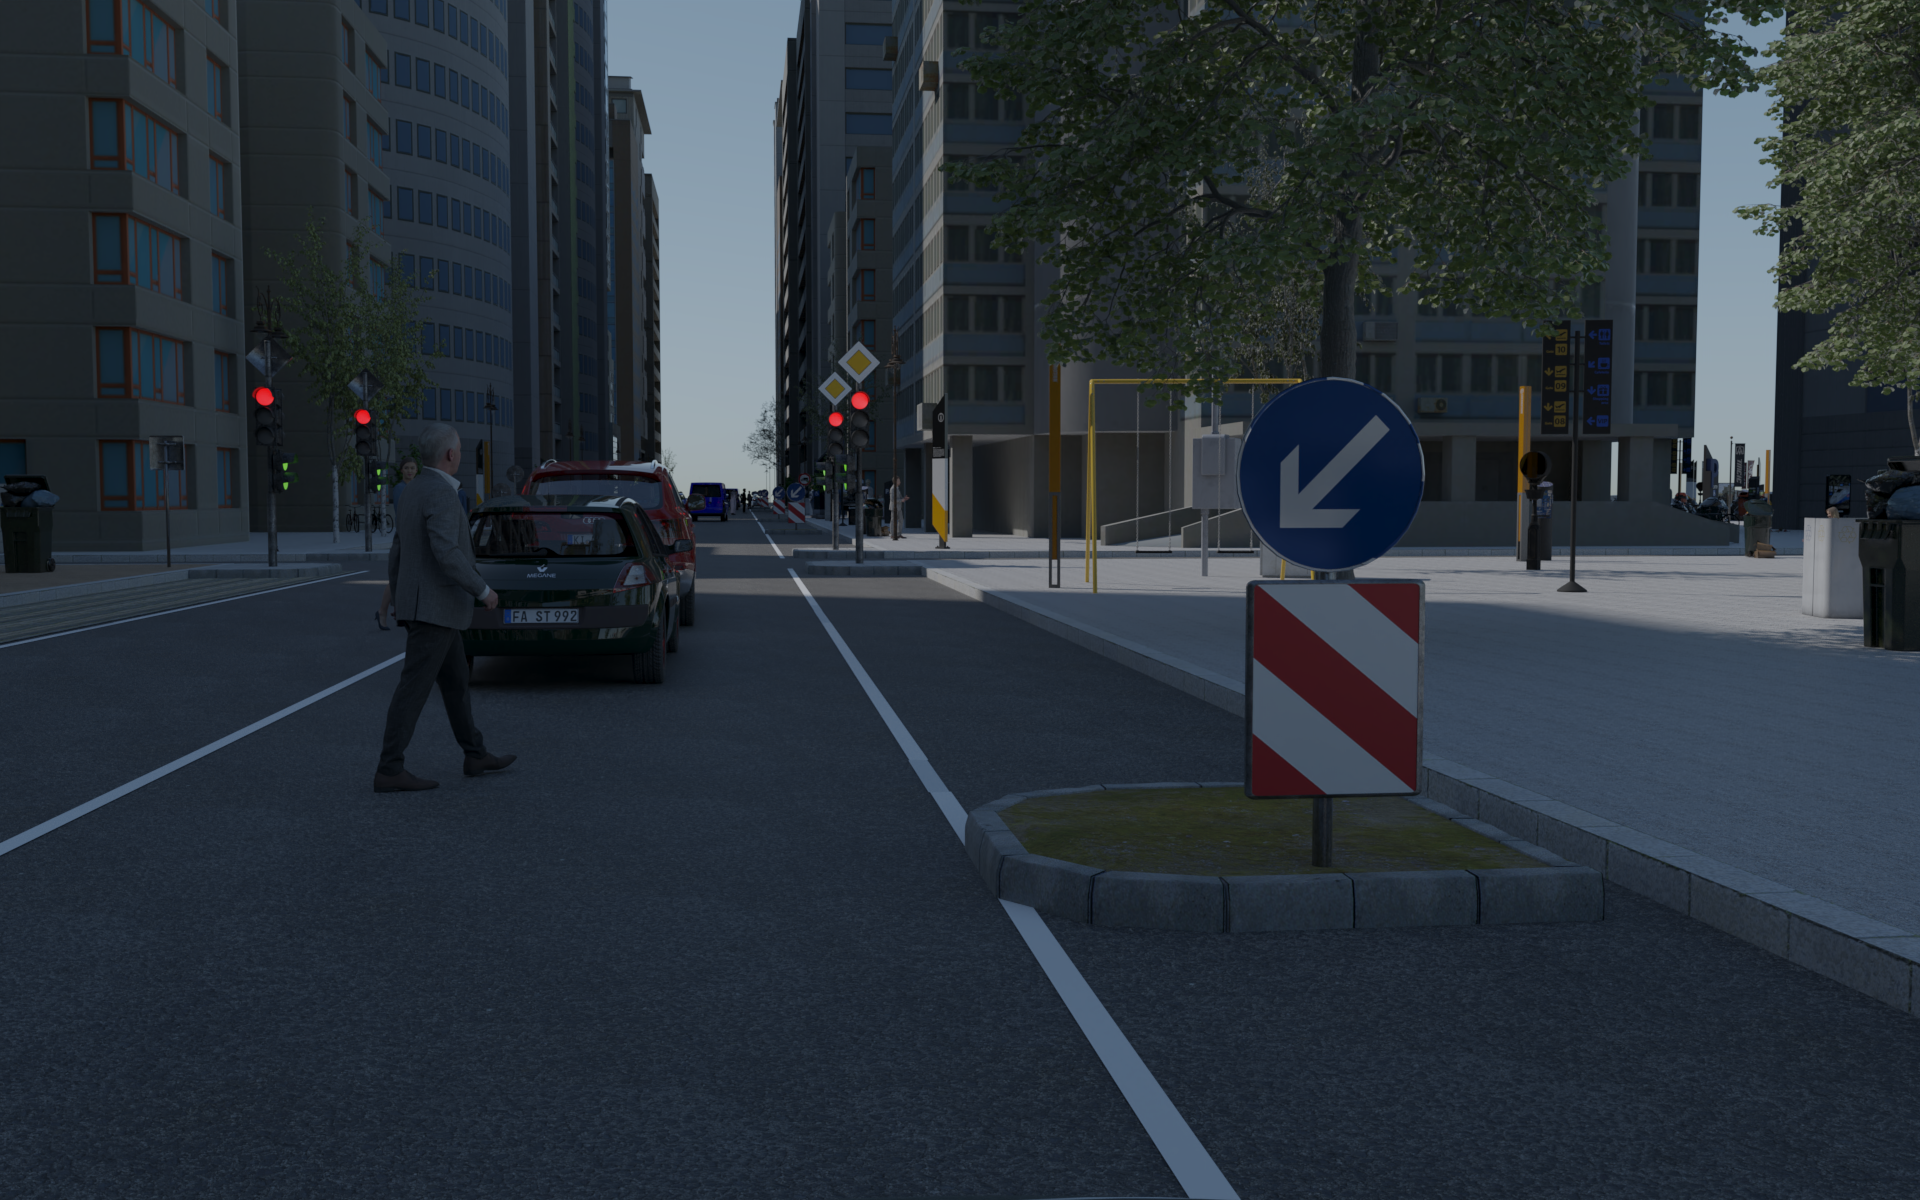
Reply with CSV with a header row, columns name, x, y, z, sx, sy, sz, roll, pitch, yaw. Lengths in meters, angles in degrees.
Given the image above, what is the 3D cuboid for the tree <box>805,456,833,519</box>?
name,x,y,z,sx,sy,sz,roll,pitch,yaw
tree,-6.896,-5.769,88.917,1.663,3.219,1.824,0,3,0

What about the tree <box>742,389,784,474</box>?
name,x,y,z,sx,sy,sz,roll,pitch,yaw
tree,-19.705,-17.537,197.106,12.009,13.543,11.850,0,3,0

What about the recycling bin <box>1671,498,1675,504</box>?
name,x,y,z,sx,sy,sz,roll,pitch,yaw
recycling bin,43.176,-5.595,104.026,0.722,1.027,0.722,3,5,39

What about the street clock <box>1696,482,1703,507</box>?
name,x,y,z,sx,sy,sz,roll,pitch,yaw
street clock,43.955,-6.010,102.839,0.471,2.002,0.358,0,4,8

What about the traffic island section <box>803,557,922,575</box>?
name,x,y,z,sx,sy,sz,roll,pitch,yaw
traffic island section,-1.834,-0.594,31.998,2.009,0.180,2.903,0,4,-7

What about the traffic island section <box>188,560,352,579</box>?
name,x,y,z,sx,sy,sz,roll,pitch,yaw
traffic island section,-12.193,-0.514,30.689,2.009,0.180,2.903,0,4,-7

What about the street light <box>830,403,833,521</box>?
name,x,y,z,sx,sy,sz,roll,pitch,yaw
street light,-6.018,-6.617,80.983,0.468,5.910,1.993,0,4,-7

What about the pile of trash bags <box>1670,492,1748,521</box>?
name,x,y,z,sx,sy,sz,roll,pitch,yaw
pile of trash bags,36.412,-4.532,83.845,3.447,1.369,1.912,2,4,27

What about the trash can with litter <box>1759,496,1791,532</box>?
name,x,y,z,sx,sy,sz,roll,pitch,yaw
trash can with litter,27.583,-2.925,58.878,2.233,1.210,1.678,-2,4,-31

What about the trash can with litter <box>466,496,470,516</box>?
name,x,y,z,sx,sy,sz,roll,pitch,yaw
trash can with litter,-19.679,-3.539,68.918,1.678,1.210,2.233,-2,4,-23

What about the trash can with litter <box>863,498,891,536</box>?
name,x,y,z,sx,sy,sz,roll,pitch,yaw
trash can with litter,-2.543,-2.512,52.456,0.624,1.170,1.055,2,4,24

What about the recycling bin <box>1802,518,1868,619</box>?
name,x,y,z,sx,sy,sz,roll,pitch,yaw
recycling bin,9.306,-0.339,18.104,0.722,1.027,0.722,0,4,7

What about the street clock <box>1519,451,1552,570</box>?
name,x,y,z,sx,sy,sz,roll,pitch,yaw
street clock,9.705,-1.509,29.250,0.471,2.002,0.358,3,4,37

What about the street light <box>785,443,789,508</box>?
name,x,y,z,sx,sy,sz,roll,pitch,yaw
street light,-15.729,-11.277,157.162,0.468,5.910,1.993,0,4,-7

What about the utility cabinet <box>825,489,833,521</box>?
name,x,y,z,sx,sy,sz,roll,pitch,yaw
utility cabinet,-6.153,-4.539,82.885,0.318,1.500,1.173,1,4,14

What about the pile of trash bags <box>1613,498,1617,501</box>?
name,x,y,z,sx,sy,sz,roll,pitch,yaw
pile of trash bags,38.913,-5.698,102.913,3.447,1.369,1.912,-3,5,-40

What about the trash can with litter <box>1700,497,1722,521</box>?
name,x,y,z,sx,sy,sz,roll,pitch,yaw
trash can with litter,26.338,-3.045,61.171,1.055,1.170,0.624,-2,4,-28

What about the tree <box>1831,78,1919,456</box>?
name,x,y,z,sx,sy,sz,roll,pitch,yaw
tree,16.207,-4.795,28.761,4.360,8.622,3.978,0,3,0

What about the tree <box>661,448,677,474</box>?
name,x,y,z,sx,sy,sz,roll,pitch,yaw
tree,-46.298,-19.625,271.223,4.360,8.622,3.978,0,3,0

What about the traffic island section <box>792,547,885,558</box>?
name,x,y,z,sx,sy,sz,roll,pitch,yaw
traffic island section,-2.842,-1.079,39.919,2.009,0.180,2.903,0,4,-7

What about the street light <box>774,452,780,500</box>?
name,x,y,z,sx,sy,sz,roll,pitch,yaw
street light,-19.929,-13.298,190.208,0.468,5.910,1.993,0,4,-7

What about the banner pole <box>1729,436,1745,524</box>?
name,x,y,z,sx,sy,sz,roll,pitch,yaw
banner pole,33.541,-5.192,74.899,0.863,3.779,0.401,0,4,-4

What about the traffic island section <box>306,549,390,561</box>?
name,x,y,z,sx,sy,sz,roll,pitch,yaw
traffic island section,-13.201,-0.999,38.610,2.009,0.180,2.903,0,4,-7

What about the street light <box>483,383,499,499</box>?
name,x,y,z,sx,sy,sz,roll,pitch,yaw
street light,-19.490,-6.072,72.059,0.468,5.910,1.993,0,4,-7

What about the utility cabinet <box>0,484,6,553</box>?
name,x,y,z,sx,sy,sz,roll,pitch,yaw
utility cabinet,-20.549,-1.768,37.588,1.173,1.500,0.318,-2,4,-26

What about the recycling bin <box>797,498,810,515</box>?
name,x,y,z,sx,sy,sz,roll,pitch,yaw
recycling bin,-9.581,-5.727,106.193,0.722,1.027,0.722,-1,4,-9

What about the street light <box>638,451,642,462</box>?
name,x,y,z,sx,sy,sz,roll,pitch,yaw
street light,-33.393,-12.726,180.852,0.468,5.910,1.993,0,4,-7

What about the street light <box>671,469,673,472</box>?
name,x,y,z,sx,sy,sz,roll,pitch,yaw
street light,-43.846,-17.805,263.901,0.468,5.910,1.993,0,4,-7

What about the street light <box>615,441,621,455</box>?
name,x,y,z,sx,sy,sz,roll,pitch,yaw
street light,-29.185,-10.711,147.911,0.468,5.910,1.993,0,4,-7

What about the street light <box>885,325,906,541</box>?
name,x,y,z,sx,sy,sz,roll,pitch,yaw
street light,-1.782,-4.574,47.575,0.468,5.910,1.993,0,4,-7

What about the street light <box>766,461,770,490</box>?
name,x,y,z,sx,sy,sz,roll,pitch,yaw
street light,-26.246,-16.285,239.052,0.468,5.910,1.993,0,4,-7

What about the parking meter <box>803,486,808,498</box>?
name,x,y,z,sx,sy,sz,roll,pitch,yaw
parking meter,-9.675,-6.267,108.173,0.255,1.863,0.399,2,4,30

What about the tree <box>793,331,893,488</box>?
name,x,y,z,sx,sy,sz,roll,pitch,yaw
tree,-5.091,-7.770,77.399,4.360,8.622,3.978,0,3,0

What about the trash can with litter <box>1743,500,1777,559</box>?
name,x,y,z,sx,sy,sz,roll,pitch,yaw
trash can with litter,16.183,-1.435,34.853,0.624,1.170,1.055,0,4,6

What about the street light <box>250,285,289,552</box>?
name,x,y,z,sx,sy,sz,roll,pitch,yaw
street light,-15.283,-4.017,38.458,0.468,5.910,1.993,0,4,-7

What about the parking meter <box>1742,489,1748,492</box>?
name,x,y,z,sx,sy,sz,roll,pitch,yaw
parking meter,41.862,-5.134,92.350,0.372,1.533,0.369,0,3,0

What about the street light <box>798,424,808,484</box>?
name,x,y,z,sx,sy,sz,roll,pitch,yaw
street light,-10.204,-8.632,113.926,0.468,5.910,1.993,0,4,-7

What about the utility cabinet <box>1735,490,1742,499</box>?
name,x,y,z,sx,sy,sz,roll,pitch,yaw
utility cabinet,44.740,-5.543,99.302,1.173,1.500,0.318,-1,4,-19

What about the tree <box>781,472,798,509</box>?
name,x,y,z,sx,sy,sz,roll,pitch,yaw
tree,-14.949,-9.561,150.921,1.663,3.219,1.824,0,3,0

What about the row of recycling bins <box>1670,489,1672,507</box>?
name,x,y,z,sx,sy,sz,roll,pitch,yaw
row of recycling bins,42.495,-6.062,106.233,3.534,1.692,1.069,-2,4,-35

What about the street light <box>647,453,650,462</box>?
name,x,y,z,sx,sy,sz,roll,pitch,yaw
street light,-35.456,-13.730,197.274,0.468,5.910,1.993,0,4,-7

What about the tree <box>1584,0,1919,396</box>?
name,x,y,z,sx,sy,sz,roll,pitch,yaw
tree,13.497,-6.333,21.666,7.486,12.596,7.792,0,3,0

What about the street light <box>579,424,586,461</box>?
name,x,y,z,sx,sy,sz,roll,pitch,yaw
street light,-24.951,-8.662,114.404,0.468,5.910,1.993,0,4,-7

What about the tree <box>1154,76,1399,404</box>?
name,x,y,z,sx,sy,sz,roll,pitch,yaw
tree,5.562,-4.864,29.892,4.360,8.622,3.978,0,3,0

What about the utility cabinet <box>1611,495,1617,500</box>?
name,x,y,z,sx,sy,sz,roll,pitch,yaw
utility cabinet,45.808,-6.728,121.163,0.306,1.237,1.020,0,4,0

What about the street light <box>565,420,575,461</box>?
name,x,y,z,sx,sy,sz,roll,pitch,yaw
street light,-23.745,-8.123,105.601,0.468,5.910,1.993,0,4,-7
